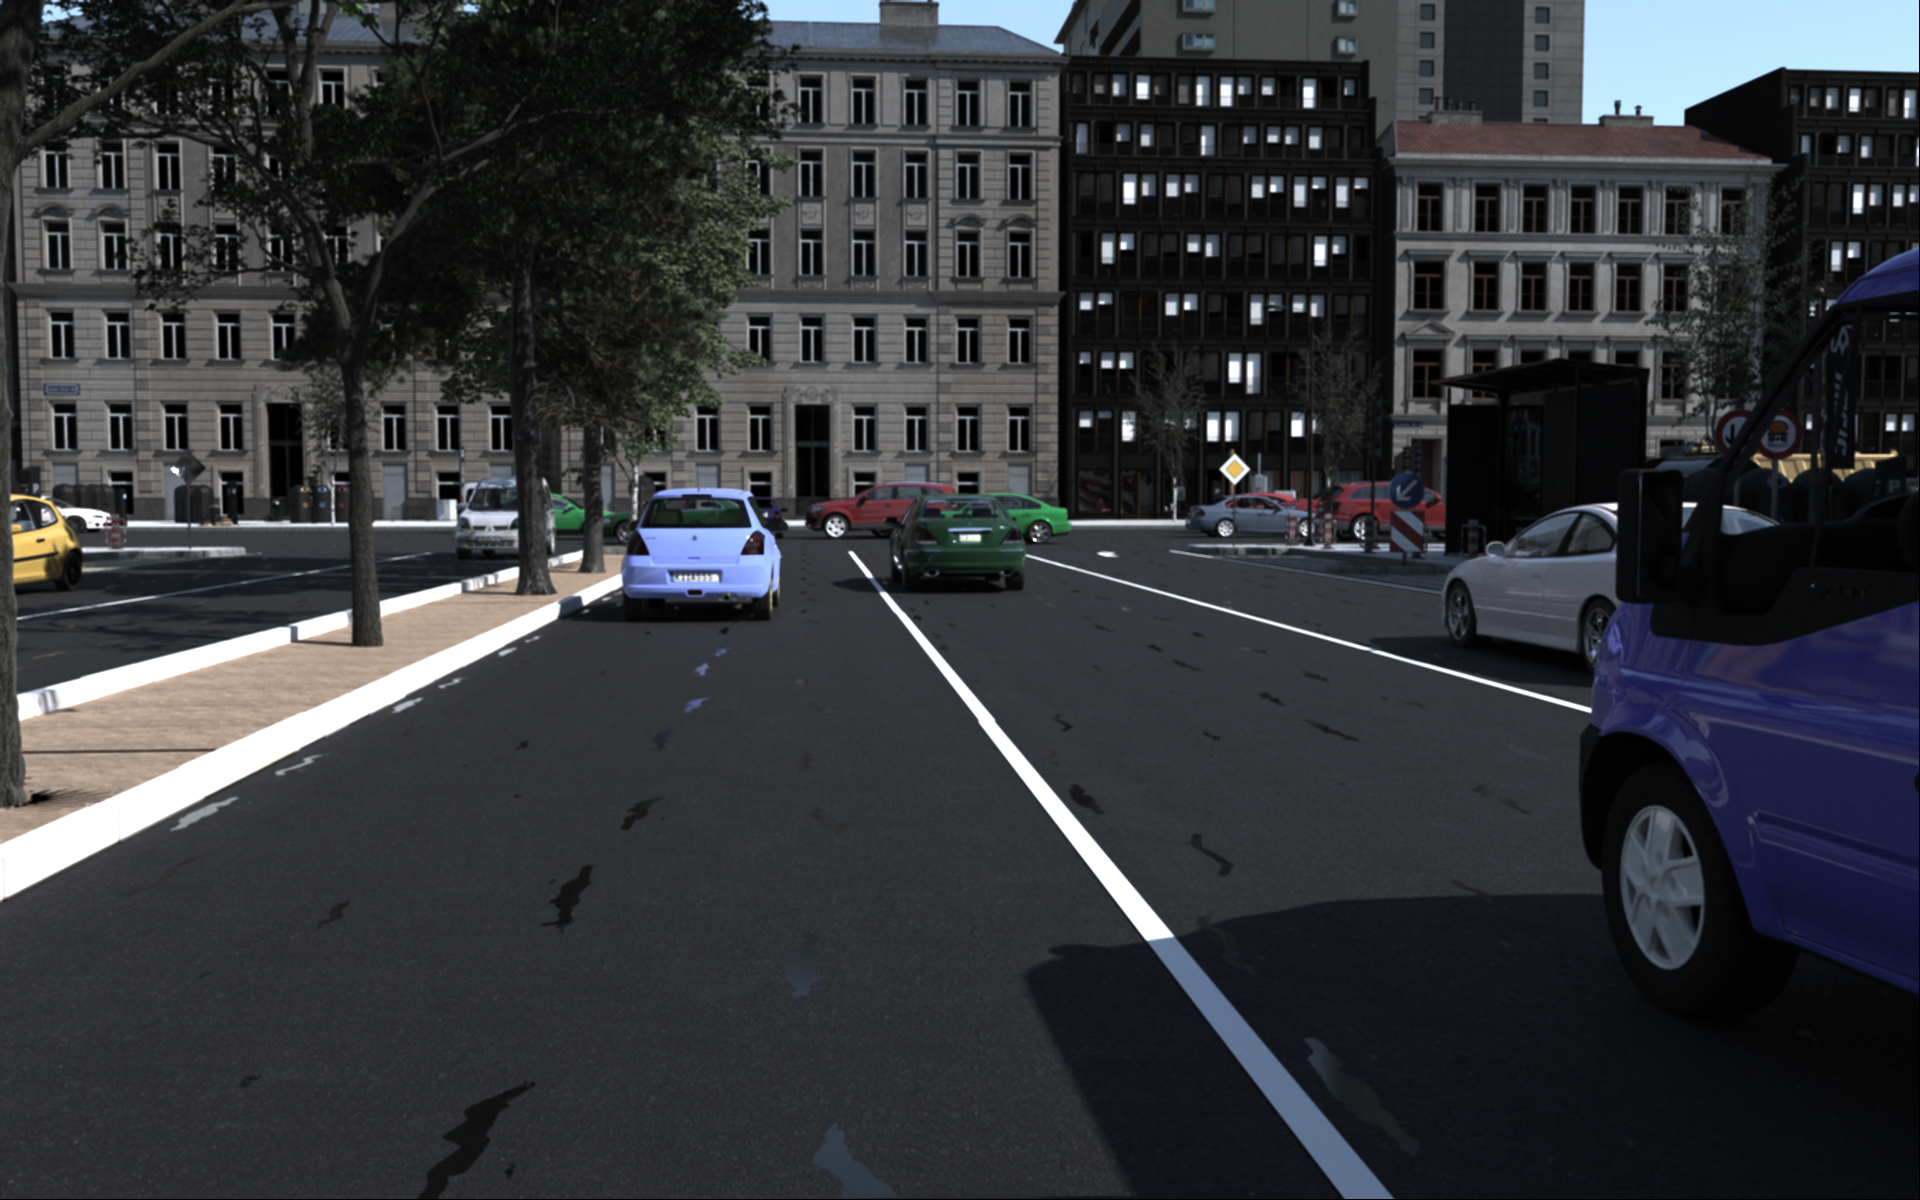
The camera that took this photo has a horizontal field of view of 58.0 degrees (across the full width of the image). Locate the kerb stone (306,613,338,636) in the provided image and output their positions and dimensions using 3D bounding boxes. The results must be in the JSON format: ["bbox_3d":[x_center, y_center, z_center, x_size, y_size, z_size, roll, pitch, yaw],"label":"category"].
[{"bbox_3d":[-6.590,0.273,17.740,0.120,0.150,1.000,0,4,-5],"label":"kerb stone"}]

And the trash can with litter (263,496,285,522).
[{"bbox_3d":[-31.786,-4.203,80.109,1.055,1.170,0.624,1,4,20],"label":"trash can with litter"}]

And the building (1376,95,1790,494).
[{"bbox_3d":[31.385,-15.754,93.739,21.152,22.565,11.583,0,4,-5],"label":"building"}]

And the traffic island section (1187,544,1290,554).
[{"bbox_3d":[6.743,-1.239,42.536,2.009,0.180,2.903,0,4,-5],"label":"traffic island section"}]

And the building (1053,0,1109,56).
[{"bbox_3d":[25.594,-35.855,175.462,28.713,52.752,27.495,0,4,-5],"label":"building"}]

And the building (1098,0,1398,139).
[{"bbox_3d":[24.246,-32.243,150.868,21.300,48.544,21.600,0,4,-5],"label":"building"}]

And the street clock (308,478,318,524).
[{"bbox_3d":[-28.138,-4.329,75.348,0.358,2.002,0.471,-3,5,-44],"label":"street clock"}]

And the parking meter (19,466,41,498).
[{"bbox_3d":[-19.358,-1.857,36.074,0.255,1.863,0.399,1,4,8],"label":"parking meter"}]

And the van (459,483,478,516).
[{"bbox_3d":[-16.199,-3.456,63.509,4.112,2.044,2.013,0,4,-3],"label":"van"}]

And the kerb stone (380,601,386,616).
[{"bbox_3d":[-6.769,0.151,19.789,0.120,0.150,1.000,0,4,-5],"label":"kerb stone"}]

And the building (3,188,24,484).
[{"bbox_3d":[-67.487,-18.976,86.680,44.131,29.872,17.030,0,4,-5],"label":"building"}]

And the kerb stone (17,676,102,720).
[{"bbox_3d":[-6.030,0.652,11.599,0.120,0.150,1.000,0,4,-5],"label":"kerb stone"}]

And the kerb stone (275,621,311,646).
[{"bbox_3d":[-6.493,0.335,16.718,0.120,0.150,1.000,0,4,-5],"label":"kerb stone"}]

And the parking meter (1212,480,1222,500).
[{"bbox_3d":[10.617,-4.029,71.587,0.399,1.863,0.255,0,4,-5],"label":"parking meter"}]

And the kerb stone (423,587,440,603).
[{"bbox_3d":[-7.059,-0.036,22.860,0.120,0.150,1.000,0,4,-5],"label":"kerb stone"}]

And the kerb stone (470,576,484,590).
[{"bbox_3d":[-7.325,-0.229,25.938,0.120,0.150,1.000,0,4,-5],"label":"kerb stone"}]

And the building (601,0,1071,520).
[{"bbox_3d":[-7.677,-17.864,89.335,25.104,27.353,12.463,0,4,-5],"label":"building"}]

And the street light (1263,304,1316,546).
[{"bbox_3d":[8.091,-4.281,42.530,1.470,5.913,1.316,0,4,-5],"label":"street light"}]

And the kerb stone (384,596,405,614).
[{"bbox_3d":[-6.876,0.085,20.809,0.120,0.150,1.000,0,4,-5],"label":"kerb stone"}]

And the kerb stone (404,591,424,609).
[{"bbox_3d":[-6.960,0.022,21.839,0.120,0.150,1.000,0,4,-5],"label":"kerb stone"}]

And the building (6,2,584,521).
[{"bbox_3d":[-32.831,-17.775,87.881,25.104,27.353,12.463,0,4,-5],"label":"building"}]

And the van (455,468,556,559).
[{"bbox_3d":[-10.294,-1.978,39.348,2.013,2.044,4.112,0,4,-4],"label":"van"}]

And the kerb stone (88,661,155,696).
[{"bbox_3d":[-6.137,0.585,12.623,0.120,0.150,1.000,0,4,-5],"label":"kerb stone"}]

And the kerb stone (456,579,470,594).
[{"bbox_3d":[-7.237,-0.166,24.911,0.120,0.150,1.000,0,4,-5],"label":"kerb stone"}]

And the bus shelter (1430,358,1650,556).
[{"bbox_3d":[10.889,-2.556,33.078,1.731,3.624,6.357,0,4,-5],"label":"bus shelter"}]

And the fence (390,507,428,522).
[{"bbox_3d":[-25.926,-4.054,81.662,0.278,0.683,2.069,3,4,36],"label":"fence"}]

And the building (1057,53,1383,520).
[{"bbox_3d":[12.640,-16.047,92.052,15.834,23.373,12.332,0,4,-5],"label":"building"}]

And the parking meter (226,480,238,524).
[{"bbox_3d":[-30.909,-4.148,73.533,0.255,1.863,0.399,1,4,18],"label":"parking meter"}]

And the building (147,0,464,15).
[{"bbox_3d":[-54.546,-36.847,144.453,21.231,58.520,28.212,0,4,-5],"label":"building"}]

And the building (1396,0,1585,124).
[{"bbox_3d":[50.776,-45.455,181.444,20.611,71.187,20.563,0,4,-5],"label":"building"}]

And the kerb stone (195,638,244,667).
[{"bbox_3d":[-6.317,0.460,14.674,0.120,0.150,1.000,0,4,-5],"label":"kerb stone"}]

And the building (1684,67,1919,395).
[{"bbox_3d":[50.108,-16.225,94.953,15.834,23.373,12.332,0,4,-5],"label":"building"}]

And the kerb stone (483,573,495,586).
[{"bbox_3d":[-7.426,-0.291,26.960,0.120,0.150,1.000,0,4,-5],"label":"kerb stone"}]

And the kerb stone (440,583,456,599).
[{"bbox_3d":[-7.142,-0.102,23.883,0.120,0.150,1.000,0,4,-5],"label":"kerb stone"}]

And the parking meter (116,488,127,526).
[{"bbox_3d":[-33.391,-3.704,68.966,0.372,1.533,0.369,0,3,0],"label":"parking meter"}]

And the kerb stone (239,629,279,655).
[{"bbox_3d":[-6.407,0.398,15.696,0.120,0.150,1.000,0,4,-5],"label":"kerb stone"}]

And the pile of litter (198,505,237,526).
[{"bbox_3d":[-30.022,-3.438,70.183,1.719,0.858,1.176,-2,4,-35],"label":"pile of litter"}]

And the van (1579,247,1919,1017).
[{"bbox_3d":[3.049,0.077,3.129,2.240,2.365,5.245,0,4,-7],"label":"van"}]

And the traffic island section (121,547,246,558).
[{"bbox_3d":[-17.949,-1.103,40.319,2.009,0.180,2.903,0,4,-5],"label":"traffic island section"}]

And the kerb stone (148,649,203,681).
[{"bbox_3d":[-6.226,0.523,13.649,0.120,0.150,1.000,0,4,-5],"label":"kerb stone"}]

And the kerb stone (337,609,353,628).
[{"bbox_3d":[-6.684,0.212,18.766,0.120,0.150,1.000,0,4,-5],"label":"kerb stone"}]
